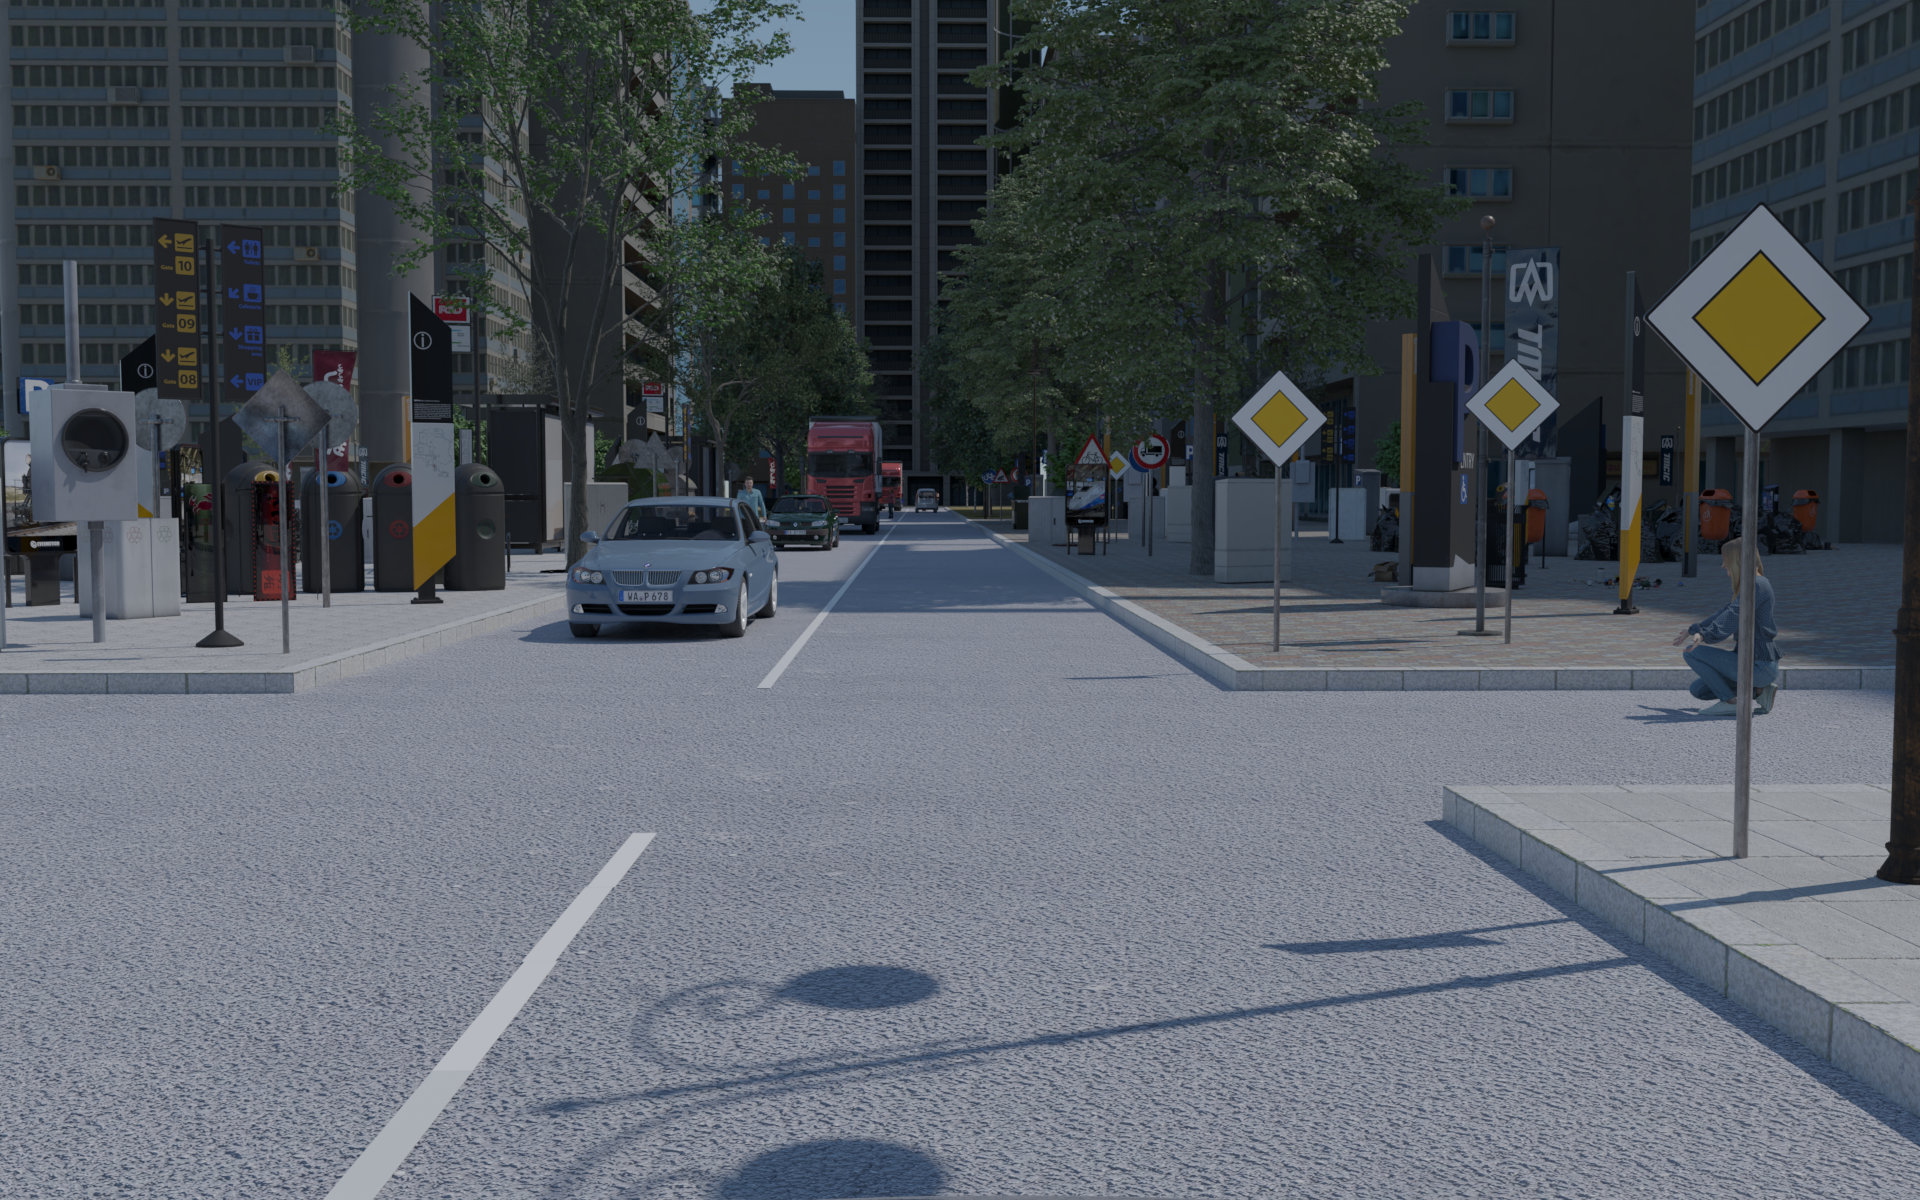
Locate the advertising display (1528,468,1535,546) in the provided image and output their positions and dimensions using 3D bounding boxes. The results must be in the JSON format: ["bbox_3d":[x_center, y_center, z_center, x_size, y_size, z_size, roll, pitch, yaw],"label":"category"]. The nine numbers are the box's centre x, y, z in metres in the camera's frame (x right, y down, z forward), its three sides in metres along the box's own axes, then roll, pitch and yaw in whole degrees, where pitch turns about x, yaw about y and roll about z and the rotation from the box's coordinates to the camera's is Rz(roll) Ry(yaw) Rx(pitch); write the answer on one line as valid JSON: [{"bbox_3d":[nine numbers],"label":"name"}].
[{"bbox_3d":[14.511,-2.313,43.038,0.974,1.923,0.123,-1,4,-15],"label":"advertising display"}]

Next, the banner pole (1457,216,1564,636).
[{"bbox_3d":[4.955,-1.564,15.589,0.863,3.779,0.401,2,4,25],"label":"banner pole"}]

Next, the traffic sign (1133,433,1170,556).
[{"bbox_3d":[3.931,-2.175,35.675,0.768,2.556,0.104,0,4,1],"label":"traffic sign"}]

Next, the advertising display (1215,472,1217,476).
[{"bbox_3d":[7.190,-2.733,49.896,0.123,1.923,0.974,2,4,27],"label":"advertising display"}]

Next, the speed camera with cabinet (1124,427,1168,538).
[{"bbox_3d":[5.859,-3.465,50.995,2.038,3.252,0.660,1,4,9],"label":"speed camera with cabinet"}]

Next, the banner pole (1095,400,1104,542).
[{"bbox_3d":[3.730,-3.434,46.165,0.401,3.779,0.863,1,4,19],"label":"banner pole"}]

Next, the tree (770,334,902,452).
[{"bbox_3d":[-9.331,-13.280,127.496,12.009,13.543,11.850,0,3,0],"label":"tree"}]

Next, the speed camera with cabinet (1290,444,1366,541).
[{"bbox_3d":[10.093,-3.253,47.523,2.038,3.252,0.660,1,4,10],"label":"speed camera with cabinet"}]

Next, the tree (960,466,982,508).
[{"bbox_3d":[0.836,-12.868,160.759,4.737,8.622,4.395,0,3,0],"label":"tree"}]

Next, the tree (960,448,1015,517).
[{"bbox_3d":[1.512,-7.003,98.220,4.285,4.588,4.351,0,3,0],"label":"tree"}]

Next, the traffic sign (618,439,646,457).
[{"bbox_3d":[-7.525,-2.444,40.069,0.768,2.556,0.104,0,4,2],"label":"traffic sign"}]

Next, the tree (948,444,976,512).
[{"bbox_3d":[0.929,-10.496,121.969,4.360,8.622,3.978,0,3,0],"label":"tree"}]

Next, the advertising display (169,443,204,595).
[{"bbox_3d":[-9.942,-1.046,22.322,0.123,1.923,0.974,0,4,-7],"label":"advertising display"}]

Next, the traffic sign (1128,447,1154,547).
[{"bbox_3d":[4.478,-2.574,42.189,0.768,2.556,0.104,0,4,2],"label":"traffic sign"}]

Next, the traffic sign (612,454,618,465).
[{"bbox_3d":[-9.412,-2.948,48.205,0.884,2.594,0.081,0,4,8],"label":"traffic sign"}]

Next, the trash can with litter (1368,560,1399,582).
[{"bbox_3d":[6.469,-0.843,25.169,1.055,1.170,0.624,2,4,29],"label":"trash can with litter"}]

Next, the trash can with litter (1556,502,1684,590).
[{"bbox_3d":[9.237,-0.805,24.214,1.678,1.210,2.233,1,4,18],"label":"trash can with litter"}]

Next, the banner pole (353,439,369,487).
[{"bbox_3d":[-27.100,-5.399,78.292,0.863,3.779,0.401,0,4,8],"label":"banner pole"}]

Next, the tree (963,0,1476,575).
[{"bbox_3d":[3.959,-6.647,26.800,7.486,12.596,7.792,0,3,0],"label":"tree"}]

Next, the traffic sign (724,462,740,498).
[{"bbox_3d":[-9.179,-4.233,69.312,0.768,2.556,0.104,0,4,1],"label":"traffic sign"}]

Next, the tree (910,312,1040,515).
[{"bbox_3d":[1.800,-12.272,107.294,9.857,13.997,8.962,0,3,0],"label":"tree"}]

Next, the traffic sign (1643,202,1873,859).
[{"bbox_3d":[2.754,-0.147,6.054,0.795,2.450,0.064,0,4,-1],"label":"traffic sign"}]

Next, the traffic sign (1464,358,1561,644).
[{"bbox_3d":[4.686,-0.830,14.759,0.795,2.450,0.064,0,4,8],"label":"traffic sign"}]

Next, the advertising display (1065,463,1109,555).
[{"bbox_3d":[2.663,-1.907,36.390,0.974,1.923,0.123,2,4,32],"label":"advertising display"}]

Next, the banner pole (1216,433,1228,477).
[{"bbox_3d":[9.334,-4.446,62.711,0.863,3.779,0.401,-1,4,-23],"label":"banner pole"}]

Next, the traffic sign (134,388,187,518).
[{"bbox_3d":[-9.642,-1.264,20.770,0.768,2.556,0.104,0,4,5],"label":"traffic sign"}]

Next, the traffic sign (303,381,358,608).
[{"bbox_3d":[-7.163,-1.186,19.505,0.768,2.556,0.104,0,4,1],"label":"traffic sign"}]

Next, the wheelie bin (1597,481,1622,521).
[{"bbox_3d":[16.050,-2.119,42.558,0.693,1.594,0.980,1,4,8],"label":"wheelie bin"}]

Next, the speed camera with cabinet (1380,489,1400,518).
[{"bbox_3d":[14.203,-3.733,55.365,2.038,3.252,0.660,-2,4,-28],"label":"speed camera with cabinet"}]

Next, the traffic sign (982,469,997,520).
[{"bbox_3d":[1.484,-5.315,87.008,0.768,2.556,0.104,0,4,2],"label":"traffic sign"}]

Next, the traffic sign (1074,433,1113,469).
[{"bbox_3d":[2.823,-2.264,37.026,0.884,2.594,0.081,0,4,4],"label":"traffic sign"}]

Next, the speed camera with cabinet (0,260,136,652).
[{"bbox_3d":[-7.892,-1.213,14.165,0.660,3.252,2.038,3,5,44],"label":"speed camera with cabinet"}]

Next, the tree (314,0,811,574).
[{"bbox_3d":[-6.218,-6.237,27.738,9.928,11.665,9.643,0,3,0],"label":"tree"}]

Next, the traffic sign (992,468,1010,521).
[{"bbox_3d":[1.973,-5.076,83.001,0.884,2.594,0.081,0,4,7],"label":"traffic sign"}]

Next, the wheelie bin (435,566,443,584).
[{"bbox_3d":[-7.632,-1.031,24.765,0.980,1.594,0.693,-1,4,-17],"label":"wheelie bin"}]

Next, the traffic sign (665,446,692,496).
[{"bbox_3d":[-7.547,-2.823,46.254,0.768,2.556,0.104,0,4,1],"label":"traffic sign"}]

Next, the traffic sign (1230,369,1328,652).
[{"bbox_3d":[2.573,-0.636,14.037,0.795,2.450,0.064,0,4,-1],"label":"traffic sign"}]

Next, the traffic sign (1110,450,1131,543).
[{"bbox_3d":[4.111,-2.711,45.509,0.795,2.450,0.064,0,4,6],"label":"traffic sign"}]

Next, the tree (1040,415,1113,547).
[{"bbox_3d":[2.731,-2.951,42.852,1.663,3.219,1.824,0,3,0],"label":"tree"}]

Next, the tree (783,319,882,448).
[{"bbox_3d":[-8.485,-11.793,110.943,7.486,12.596,7.792,0,3,0],"label":"tree"}]

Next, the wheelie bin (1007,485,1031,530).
[{"bbox_3d":[2.182,-3.354,62.740,0.980,1.594,0.693,-1,4,-9],"label":"wheelie bin"}]

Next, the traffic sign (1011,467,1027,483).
[{"bbox_3d":[2.731,-4.891,80.067,0.768,2.556,0.104,0,4,7],"label":"traffic sign"}]

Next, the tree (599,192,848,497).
[{"bbox_3d":[-7.123,-7.244,52.846,8.767,10.594,7.601,1,4,16],"label":"tree"}]

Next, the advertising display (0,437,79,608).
[{"bbox_3d":[-10.539,-0.895,19.852,0.123,1.923,0.974,2,4,27],"label":"advertising display"}]

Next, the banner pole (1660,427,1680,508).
[{"bbox_3d":[26.529,-4.564,64.636,0.863,3.779,0.401,0,4,6],"label":"banner pole"}]

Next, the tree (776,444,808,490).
[{"bbox_3d":[-8.817,-6.991,98.019,4.285,4.588,4.351,0,3,0],"label":"tree"}]

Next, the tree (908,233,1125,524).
[{"bbox_3d":[2.627,-9.589,73.789,9.611,12.733,9.660,0,3,0],"label":"tree"}]

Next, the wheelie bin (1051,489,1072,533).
[{"bbox_3d":[3.347,-2.986,56.732,0.693,1.594,0.980,-3,5,-44],"label":"wheelie bin"}]

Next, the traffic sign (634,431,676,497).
[{"bbox_3d":[-6.301,-2.189,35.786,0.884,2.594,0.081,0,3,0],"label":"traffic sign"}]

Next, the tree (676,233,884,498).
[{"bbox_3d":[-8.044,-9.750,76.413,9.611,12.733,9.660,0,3,0],"label":"tree"}]

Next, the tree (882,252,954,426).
[{"bbox_3d":[2.678,-8.551,57.932,7.486,12.596,7.792,0,3,0],"label":"tree"}]

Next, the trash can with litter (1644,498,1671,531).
[{"bbox_3d":[17.995,-2.069,45.223,1.055,1.170,0.624,-1,4,-11],"label":"trash can with litter"}]
